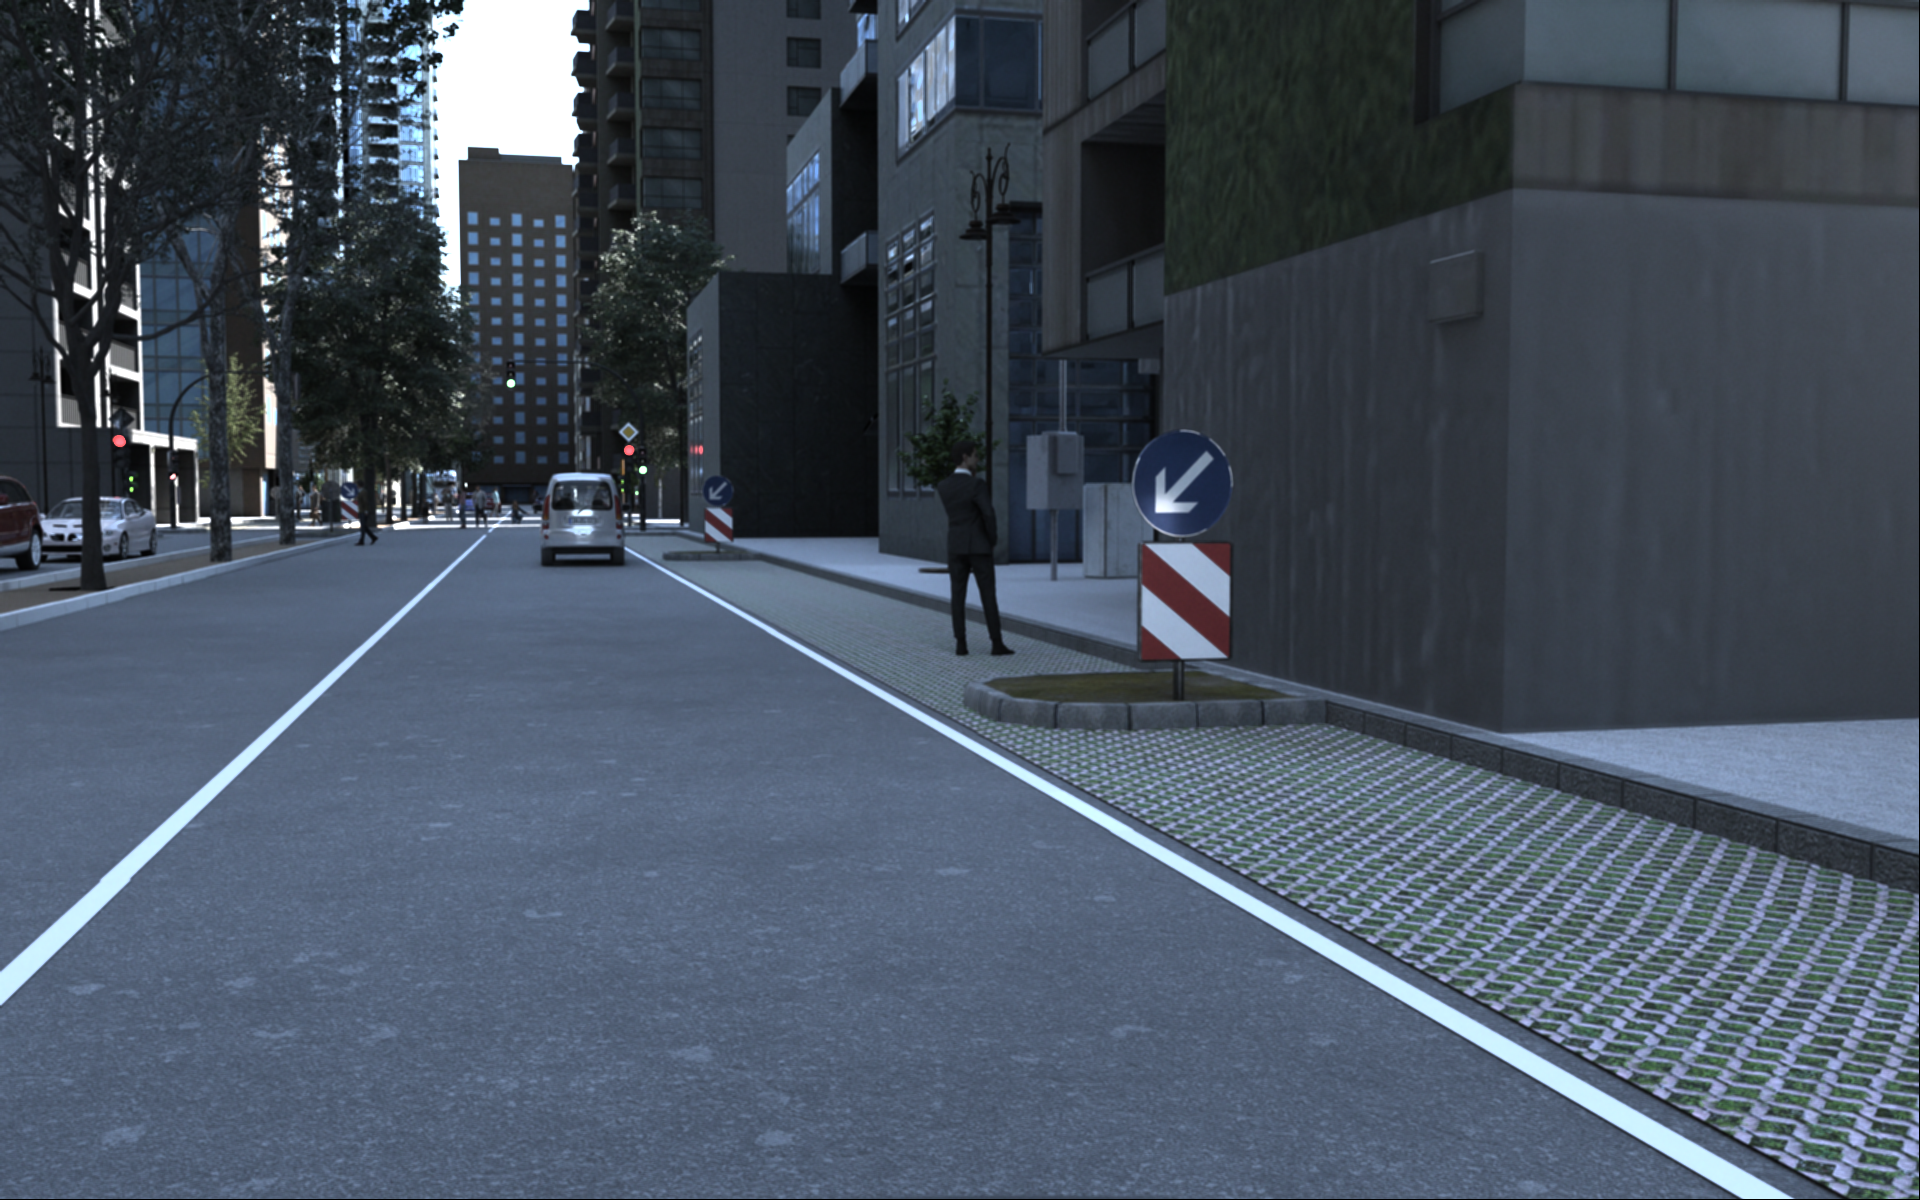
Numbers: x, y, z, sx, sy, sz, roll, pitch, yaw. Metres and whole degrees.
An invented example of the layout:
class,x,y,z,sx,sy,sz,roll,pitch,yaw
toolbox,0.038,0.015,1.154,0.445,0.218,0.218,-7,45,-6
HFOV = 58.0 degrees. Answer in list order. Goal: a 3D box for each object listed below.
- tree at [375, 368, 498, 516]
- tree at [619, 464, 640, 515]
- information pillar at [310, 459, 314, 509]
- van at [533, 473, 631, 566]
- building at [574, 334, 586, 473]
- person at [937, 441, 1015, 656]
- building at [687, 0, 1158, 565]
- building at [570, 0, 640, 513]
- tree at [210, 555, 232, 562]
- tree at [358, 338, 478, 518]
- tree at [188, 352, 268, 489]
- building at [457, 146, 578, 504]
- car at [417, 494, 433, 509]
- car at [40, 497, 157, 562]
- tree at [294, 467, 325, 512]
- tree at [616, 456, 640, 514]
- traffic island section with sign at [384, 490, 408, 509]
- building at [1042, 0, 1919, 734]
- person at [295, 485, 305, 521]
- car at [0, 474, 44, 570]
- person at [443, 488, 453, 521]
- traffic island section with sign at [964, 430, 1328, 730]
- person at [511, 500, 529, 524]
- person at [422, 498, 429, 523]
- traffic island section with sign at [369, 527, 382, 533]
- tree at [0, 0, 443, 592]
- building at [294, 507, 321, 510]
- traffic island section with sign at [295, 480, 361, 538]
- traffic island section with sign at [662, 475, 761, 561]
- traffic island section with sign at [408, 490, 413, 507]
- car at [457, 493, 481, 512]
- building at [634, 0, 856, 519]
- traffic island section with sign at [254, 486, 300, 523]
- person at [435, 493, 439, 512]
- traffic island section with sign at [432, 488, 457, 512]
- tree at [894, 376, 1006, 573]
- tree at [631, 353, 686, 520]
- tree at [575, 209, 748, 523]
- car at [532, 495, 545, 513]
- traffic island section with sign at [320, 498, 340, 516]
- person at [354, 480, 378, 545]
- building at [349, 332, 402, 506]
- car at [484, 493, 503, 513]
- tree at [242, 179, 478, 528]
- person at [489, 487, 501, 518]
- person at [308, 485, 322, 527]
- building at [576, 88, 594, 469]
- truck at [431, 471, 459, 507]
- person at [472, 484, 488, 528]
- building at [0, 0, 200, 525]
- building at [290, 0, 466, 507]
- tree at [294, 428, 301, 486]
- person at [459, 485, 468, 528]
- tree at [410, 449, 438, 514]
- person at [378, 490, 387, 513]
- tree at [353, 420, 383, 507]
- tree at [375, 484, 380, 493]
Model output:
class,x,y,z,sx,sy,sz,roll,pitch,yaw
tree,-35.089,-11.819,112.708,9.611,12.733,9.660,0,3,0
tree,-20.157,-6.921,107.753,1.663,3.219,1.824,0,3,0
information pillar,-43.625,-7.660,116.602,0.183,3.616,0.504,0,4,-2
van,-7.846,-1.772,35.989,2.013,2.044,4.112,-1,4,-12
building,-30.956,-21.973,204.293,27.650,21.520,28.899,-1,4,-14
person,0.121,-0.460,15.381,0.648,1.900,0.474,2,4,30
building,5.074,-44.828,45.608,22.319,86.520,31.000,-1,4,-14
building,-17.304,-28.984,128.514,22.147,44.769,28.867,-1,4,-14
tree,-17.049,-10.905,36.646,12.611,20.169,13.585,0,3,0
tree,-32.500,-10.705,103.232,9.928,11.665,9.643,0,3,0
tree,-38.383,-8.570,90.486,4.737,8.622,4.395,0,3,0
building,-57.863,-35.289,227.085,14.200,45.320,14.600,-1,4,-14
car,-50.048,-9.313,162.059,2.009,1.686,4.222,-1,4,-14
car,-19.091,-1.583,38.240,2.083,1.381,4.827,-1,4,-13
tree,-46.218,-7.855,123.031,1.663,3.219,1.824,0,3,0
tree,-20.501,-7.813,111.449,4.285,4.588,4.351,0,3,0
traffic island section with sign,-53.166,-9.414,162.544,1.989,1.847,2.006,-1,4,-14
building,8.062,-20.350,16.321,14.154,41.232,14.086,-1,4,-14
person,-35.224,-5.175,92.472,0.474,1.900,0.648,-1,4,-9
car,-18.055,-1.364,30.974,2.281,1.827,5.304,-1,4,-13
person,-27.198,-5.078,92.069,0.519,1.759,0.362,-3,4,-36
traffic island section with sign,1.092,-0.171,11.422,1.989,1.847,2.006,-1,4,-14
person,-20.993,-4.185,82.424,1.012,1.151,0.738,-3,5,-39
person,-26.207,-4.387,84.901,0.362,1.253,0.373,0,4,4
traffic island section with sign,-22.792,-3.470,64.863,2.006,1.907,1.989,-1,4,-14
tree,-12.785,-6.869,25.142,12.009,13.543,11.850,0,3,0
building,-63.527,-51.007,146.630,22.319,86.520,31.000,-1,4,-14
traffic island section with sign,-21.015,-3.030,57.671,2.006,1.907,1.989,-1,4,-14
traffic island section with sign,-5.461,-1.782,37.770,1.989,1.847,2.006,-1,4,-14
traffic island section with sign,-59.677,-11.014,188.704,1.989,1.847,2.006,-1,4,-14
car,-34.628,-6.920,122.728,1.945,1.707,3.694,-1,4,-15
building,-11.191,-19.925,97.481,14.160,30.474,14.107,-1,4,-14
traffic island section with sign,-34.597,-4.840,87.766,1.989,1.847,2.006,-1,4,-14
person,-40.553,-7.517,133.991,0.523,1.515,0.503,-1,4,-13
traffic island section with sign,-40.920,-7.930,137.790,2.006,1.907,1.989,-1,4,-14
tree,-0.215,-2.077,28.567,1.663,3.219,1.824,0,3,0
tree,-14.786,-8.323,86.447,4.737,8.622,4.395,0,3,0
tree,-12.204,-10.453,77.566,9.857,13.997,8.962,0,3,0
car,-31.053,-7.164,129.714,1.945,1.354,3.894,-1,4,-14
traffic island section with sign,-41.155,-6.456,114.176,1.989,1.847,2.006,-1,4,-14
person,-16.743,-2.463,48.673,0.656,1.842,0.836,2,4,33
building,-78.347,-21.271,192.826,28.899,21.520,27.650,-1,4,-14
car,-36.105,-7.566,132.745,2.155,1.783,4.494,-1,4,-15
tree,-23.984,-9.831,69.850,9.857,13.997,8.962,0,3,0
person,-27.725,-5.800,103.195,0.748,1.841,0.638,-2,4,-25
person,-28.225,-4.125,75.910,0.622,1.834,0.822,3,5,40
building,-32.021,-32.475,181.084,14.600,45.320,14.200,-1,4,-14
truck,-60.153,-13.028,202.761,2.967,4.110,18.799,-1,4,-16
person,-20.510,-4.015,73.995,0.661,1.843,0.795,0,4,7
building,-43.113,-38.584,69.109,20.563,71.187,20.611,-1,4,-14
building,-80.953,-55.751,224.204,31.000,86.520,22.319,-1,4,-14
tree,-44.233,-9.864,111.634,4.737,8.622,4.395,0,3,0
person,-20.754,-3.902,72.315,0.388,1.821,0.555,-1,4,-21
tree,-36.918,-10.305,121.311,4.360,8.622,3.978,0,3,0
person,-43.249,-7.385,129.637,0.661,1.777,0.834,0,4,4
tree,-58.543,-15.546,172.297,7.486,12.596,7.792,0,3,0
tree,-60.746,-11.266,178.805,1.663,3.219,1.824,0,3,0
